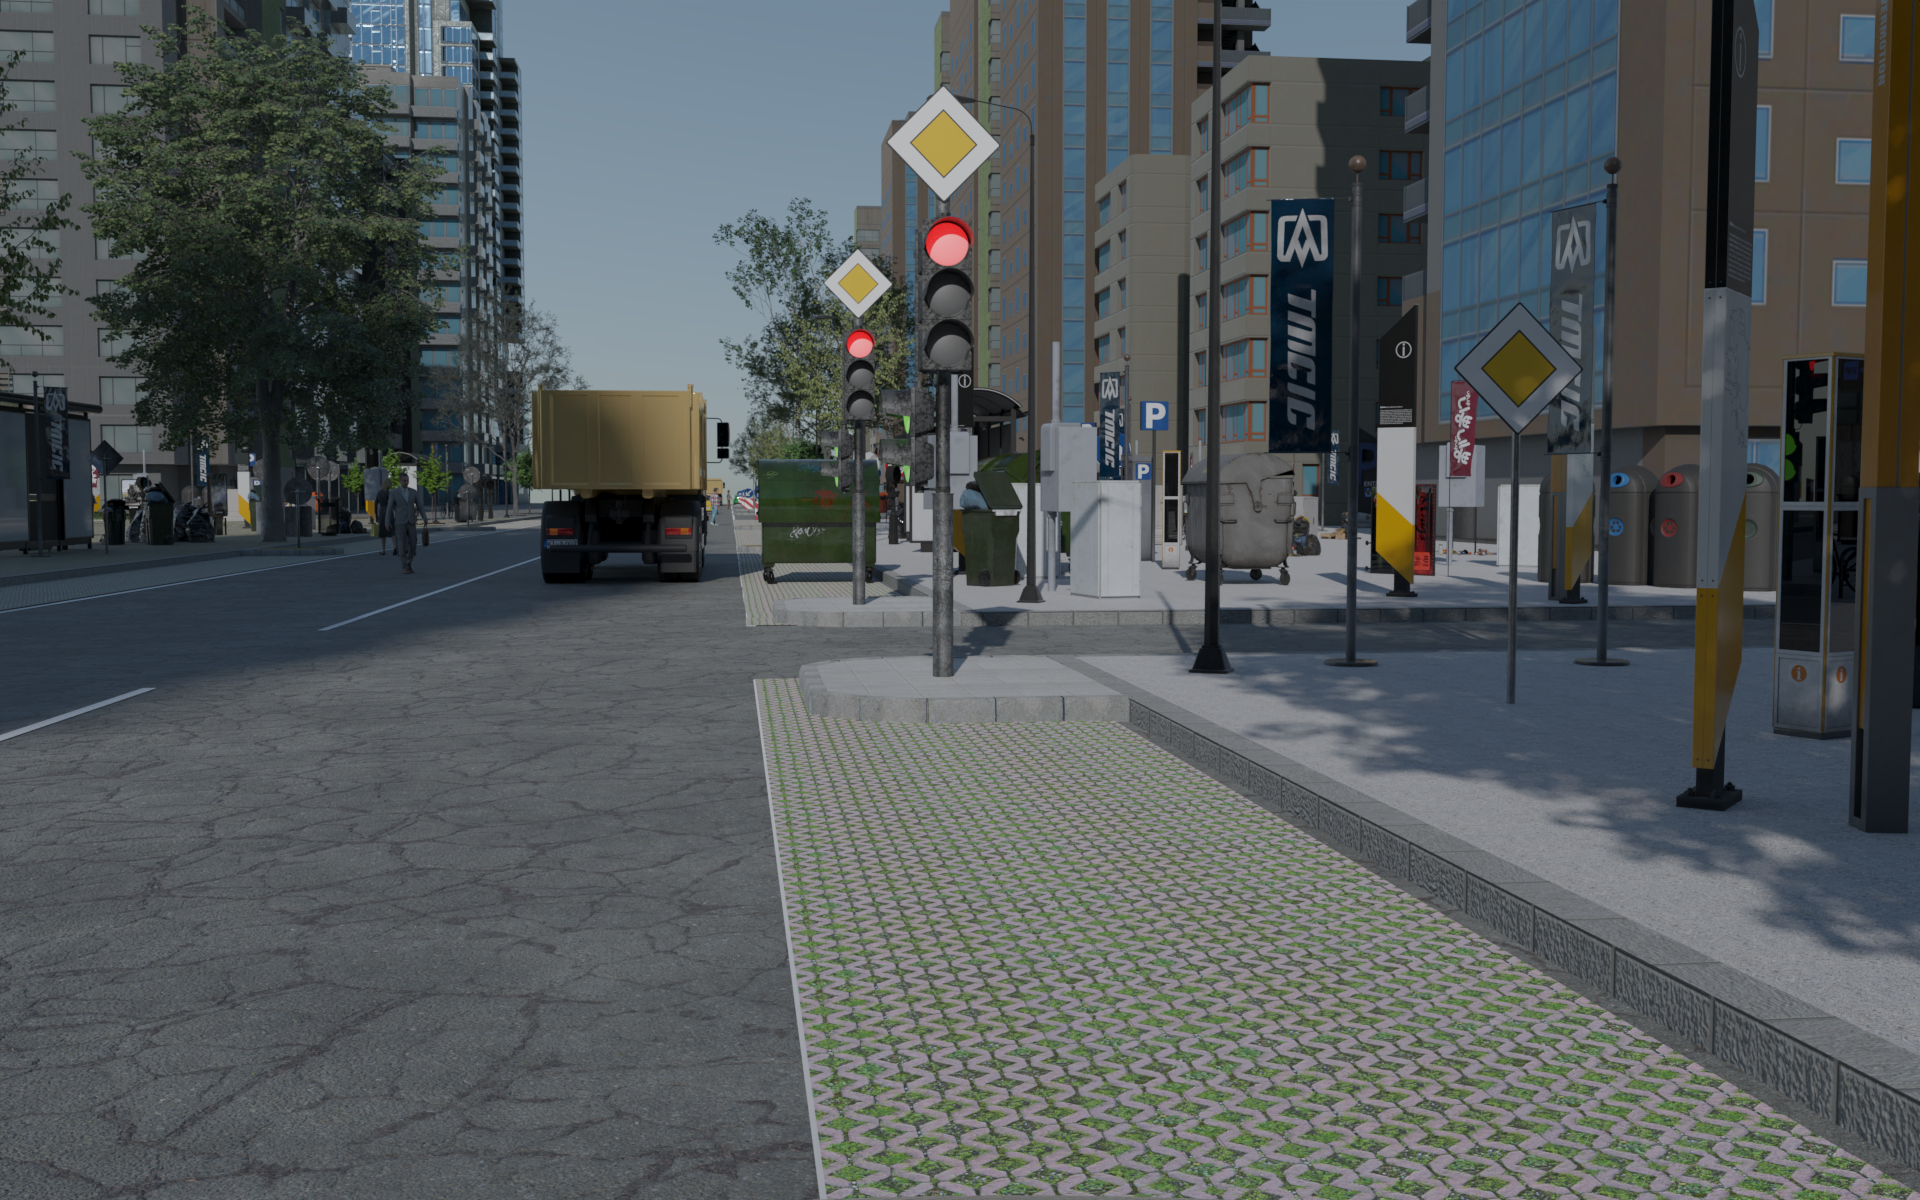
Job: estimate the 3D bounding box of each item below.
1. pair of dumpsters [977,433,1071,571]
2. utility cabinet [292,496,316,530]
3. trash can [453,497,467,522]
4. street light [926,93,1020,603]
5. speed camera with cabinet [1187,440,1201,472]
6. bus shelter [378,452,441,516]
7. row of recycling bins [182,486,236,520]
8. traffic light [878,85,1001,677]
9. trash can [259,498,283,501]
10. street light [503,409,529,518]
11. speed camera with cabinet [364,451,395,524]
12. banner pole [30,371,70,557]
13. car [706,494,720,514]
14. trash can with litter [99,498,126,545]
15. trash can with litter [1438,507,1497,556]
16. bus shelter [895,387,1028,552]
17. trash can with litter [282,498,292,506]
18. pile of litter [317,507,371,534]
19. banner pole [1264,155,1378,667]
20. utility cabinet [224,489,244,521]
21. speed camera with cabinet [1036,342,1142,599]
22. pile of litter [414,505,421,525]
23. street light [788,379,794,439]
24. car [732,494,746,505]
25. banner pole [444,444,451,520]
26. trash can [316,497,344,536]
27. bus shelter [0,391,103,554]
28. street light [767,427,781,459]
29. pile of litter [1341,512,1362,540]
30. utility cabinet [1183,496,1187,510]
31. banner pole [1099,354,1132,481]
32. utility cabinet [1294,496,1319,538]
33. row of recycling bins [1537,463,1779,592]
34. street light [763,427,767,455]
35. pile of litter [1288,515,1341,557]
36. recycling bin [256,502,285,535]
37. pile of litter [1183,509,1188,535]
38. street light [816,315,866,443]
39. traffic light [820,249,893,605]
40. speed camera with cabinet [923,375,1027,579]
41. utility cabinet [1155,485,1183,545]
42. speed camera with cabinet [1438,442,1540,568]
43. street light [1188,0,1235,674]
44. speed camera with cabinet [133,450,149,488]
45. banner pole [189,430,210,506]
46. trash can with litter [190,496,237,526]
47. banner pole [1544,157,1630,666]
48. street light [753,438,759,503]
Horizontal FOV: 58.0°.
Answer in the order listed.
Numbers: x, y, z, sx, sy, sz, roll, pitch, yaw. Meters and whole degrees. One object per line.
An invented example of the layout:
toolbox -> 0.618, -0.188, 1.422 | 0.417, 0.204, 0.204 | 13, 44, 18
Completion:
pair of dumpsters -> 1.042, -1.661, 29.644 | 1.574, 2.255, 4.437 | 0, 4, -8
utility cabinet -> -23.500, -3.111, 62.019 | 0.306, 1.237, 1.020 | 1, 4, 14
trash can -> -22.702, -4.111, 78.861 | 0.748, 1.137, 0.748 | 0, 3, 0
street light -> 0.306, -2.920, 20.282 | 1.470, 5.913, 1.316 | 0, 4, -8
speed camera with cabinet -> 9.491, -4.280, 64.320 | 2.038, 3.252, 0.660 | -1, 4, -12
bus shelter -> -27.300, -5.639, 86.118 | 2.014, 3.302, 5.546 | 0, 4, -7
row of recycling bins -> -36.863, -4.848, 86.371 | 3.534, 1.692, 1.069 | -2, 4, -27
traffic light -> -0.138, -1.417, 12.086 | 0.839, 4.253, 0.868 | 0, 4, -8
trash can -> -22.741, -2.787, 57.222 | 0.748, 1.137, 0.748 | 0, 3, 0
street light -> -24.106, -7.433, 94.067 | 1.470, 5.913, 1.316 | 0, 4, -8
speed camera with cabinet -> -20.431, -4.111, 61.558 | 0.660, 3.252, 2.038 | 1, 4, 8
banner pole -> -18.641, -2.780, 35.464 | 0.401, 3.779, 0.863 | 3, 5, 41
car -> -18.268, -6.999, 124.652 | 2.015, 1.641, 3.980 | 0, 4, -7
trash can with litter -> -21.505, -1.981, 43.780 | 0.624, 1.170, 1.055 | -3, 5, -45
trash can with litter -> 10.955, -1.553, 36.453 | 2.233, 1.210, 1.678 | 3, 4, 36
bus shelter -> -0.005, -2.549, 35.593 | 2.014, 3.302, 5.546 | 0, 4, -8
trash can with litter -> -24.394, -3.091, 61.921 | 1.055, 1.170, 0.624 | 0, 4, -8
pile of litter -> -20.042, -2.583, 56.202 | 1.719, 0.858, 1.176 | -1, 4, -13
banner pole -> 2.711, -1.403, 12.951 | 0.863, 3.779, 0.401 | 1, 4, 9
utility cabinet -> -33.429, -4.370, 80.124 | 1.173, 1.500, 0.318 | -1, 4, -14
speed camera with cabinet -> 1.646, -1.693, 22.019 | 0.660, 3.252, 2.038 | -1, 4, -19
pile of litter -> -22.968, -3.543, 71.886 | 1.176, 0.858, 1.719 | -1, 4, -13
street light -> -6.320, -5.949, 69.812 | 1.470, 5.913, 1.316 | 0, 4, -8
car -> -27.194, -12.584, 214.540 | 1.959, 1.807, 4.718 | -1, 4, -9
banner pole -> -25.767, -5.935, 87.056 | 0.401, 3.779, 0.863 | -1, 4, -21
trash can -> -19.357, -2.535, 53.099 | 0.748, 1.137, 0.748 | 0, 3, 0
bus shelter -> -20.551, -3.576, 36.098 | 2.179, 5.291, 8.768 | 0, 4, -8
street light -> -9.649, -7.471, 94.687 | 1.470, 5.913, 1.316 | 0, 4, -8
pile of litter -> 10.847, -2.167, 49.395 | 1.176, 0.858, 1.719 | 1, 4, 10
utility cabinet -> 7.845, -2.989, 60.033 | 0.306, 1.237, 1.020 | 2, 4, 30
banner pole -> 2.819, -2.518, 31.184 | 0.863, 3.779, 0.401 | 3, 5, 45
utility cabinet -> 9.372, -2.184, 46.871 | 0.306, 1.237, 1.020 | 2, 4, 34
row of recycling bins -> 9.711, -1.045, 24.195 | 1.069, 1.692, 3.534 | -3, 5, -39
street light -> -12.939, -9.020, 120.016 | 1.470, 5.913, 1.316 | 0, 4, -8
pile of litter -> 6.821, -1.348, 36.006 | 1.719, 0.858, 1.176 | -2, 4, -32
recycling bin -> -21.637, -2.556, 54.350 | 0.722, 1.027, 0.722 | -2, 4, -34
pile of litter -> 7.226, -2.467, 54.294 | 1.176, 0.858, 1.719 | -1, 4, -20
street light -> -3.040, -4.437, 45.078 | 1.470, 5.913, 1.316 | 0, 4, -8
traffic light -> -1.192, -1.901, 20.001 | 0.839, 4.253, 0.868 | 0, 4, -8
speed camera with cabinet -> 0.488, -1.942, 26.092 | 2.038, 3.252, 0.660 | -1, 4, -22
utility cabinet -> 4.994, -2.132, 43.534 | 1.173, 1.500, 0.318 | 1, 4, 14
speed camera with cabinet -> 9.567, -2.222, 30.659 | 2.038, 3.252, 0.660 | 2, 4, 34
street light -> 1.280, -2.429, 12.261 | 1.470, 5.913, 1.316 | 0, 4, -8
speed camera with cabinet -> -36.693, -5.095, 77.641 | 0.660, 3.252, 2.038 | -1, 4, -21
banner pole -> -29.305, -4.689, 66.690 | 0.863, 3.779, 0.401 | -1, 4, -20
trash can with litter -> -29.843, -3.515, 68.523 | 2.233, 1.210, 1.678 | 0, 4, -1
banner pole -> 4.753, -1.416, 13.174 | 0.401, 3.779, 0.863 | -2, 4, -23
street light -> -16.319, -10.532, 144.737 | 1.470, 5.913, 1.316 | 0, 4, -8
